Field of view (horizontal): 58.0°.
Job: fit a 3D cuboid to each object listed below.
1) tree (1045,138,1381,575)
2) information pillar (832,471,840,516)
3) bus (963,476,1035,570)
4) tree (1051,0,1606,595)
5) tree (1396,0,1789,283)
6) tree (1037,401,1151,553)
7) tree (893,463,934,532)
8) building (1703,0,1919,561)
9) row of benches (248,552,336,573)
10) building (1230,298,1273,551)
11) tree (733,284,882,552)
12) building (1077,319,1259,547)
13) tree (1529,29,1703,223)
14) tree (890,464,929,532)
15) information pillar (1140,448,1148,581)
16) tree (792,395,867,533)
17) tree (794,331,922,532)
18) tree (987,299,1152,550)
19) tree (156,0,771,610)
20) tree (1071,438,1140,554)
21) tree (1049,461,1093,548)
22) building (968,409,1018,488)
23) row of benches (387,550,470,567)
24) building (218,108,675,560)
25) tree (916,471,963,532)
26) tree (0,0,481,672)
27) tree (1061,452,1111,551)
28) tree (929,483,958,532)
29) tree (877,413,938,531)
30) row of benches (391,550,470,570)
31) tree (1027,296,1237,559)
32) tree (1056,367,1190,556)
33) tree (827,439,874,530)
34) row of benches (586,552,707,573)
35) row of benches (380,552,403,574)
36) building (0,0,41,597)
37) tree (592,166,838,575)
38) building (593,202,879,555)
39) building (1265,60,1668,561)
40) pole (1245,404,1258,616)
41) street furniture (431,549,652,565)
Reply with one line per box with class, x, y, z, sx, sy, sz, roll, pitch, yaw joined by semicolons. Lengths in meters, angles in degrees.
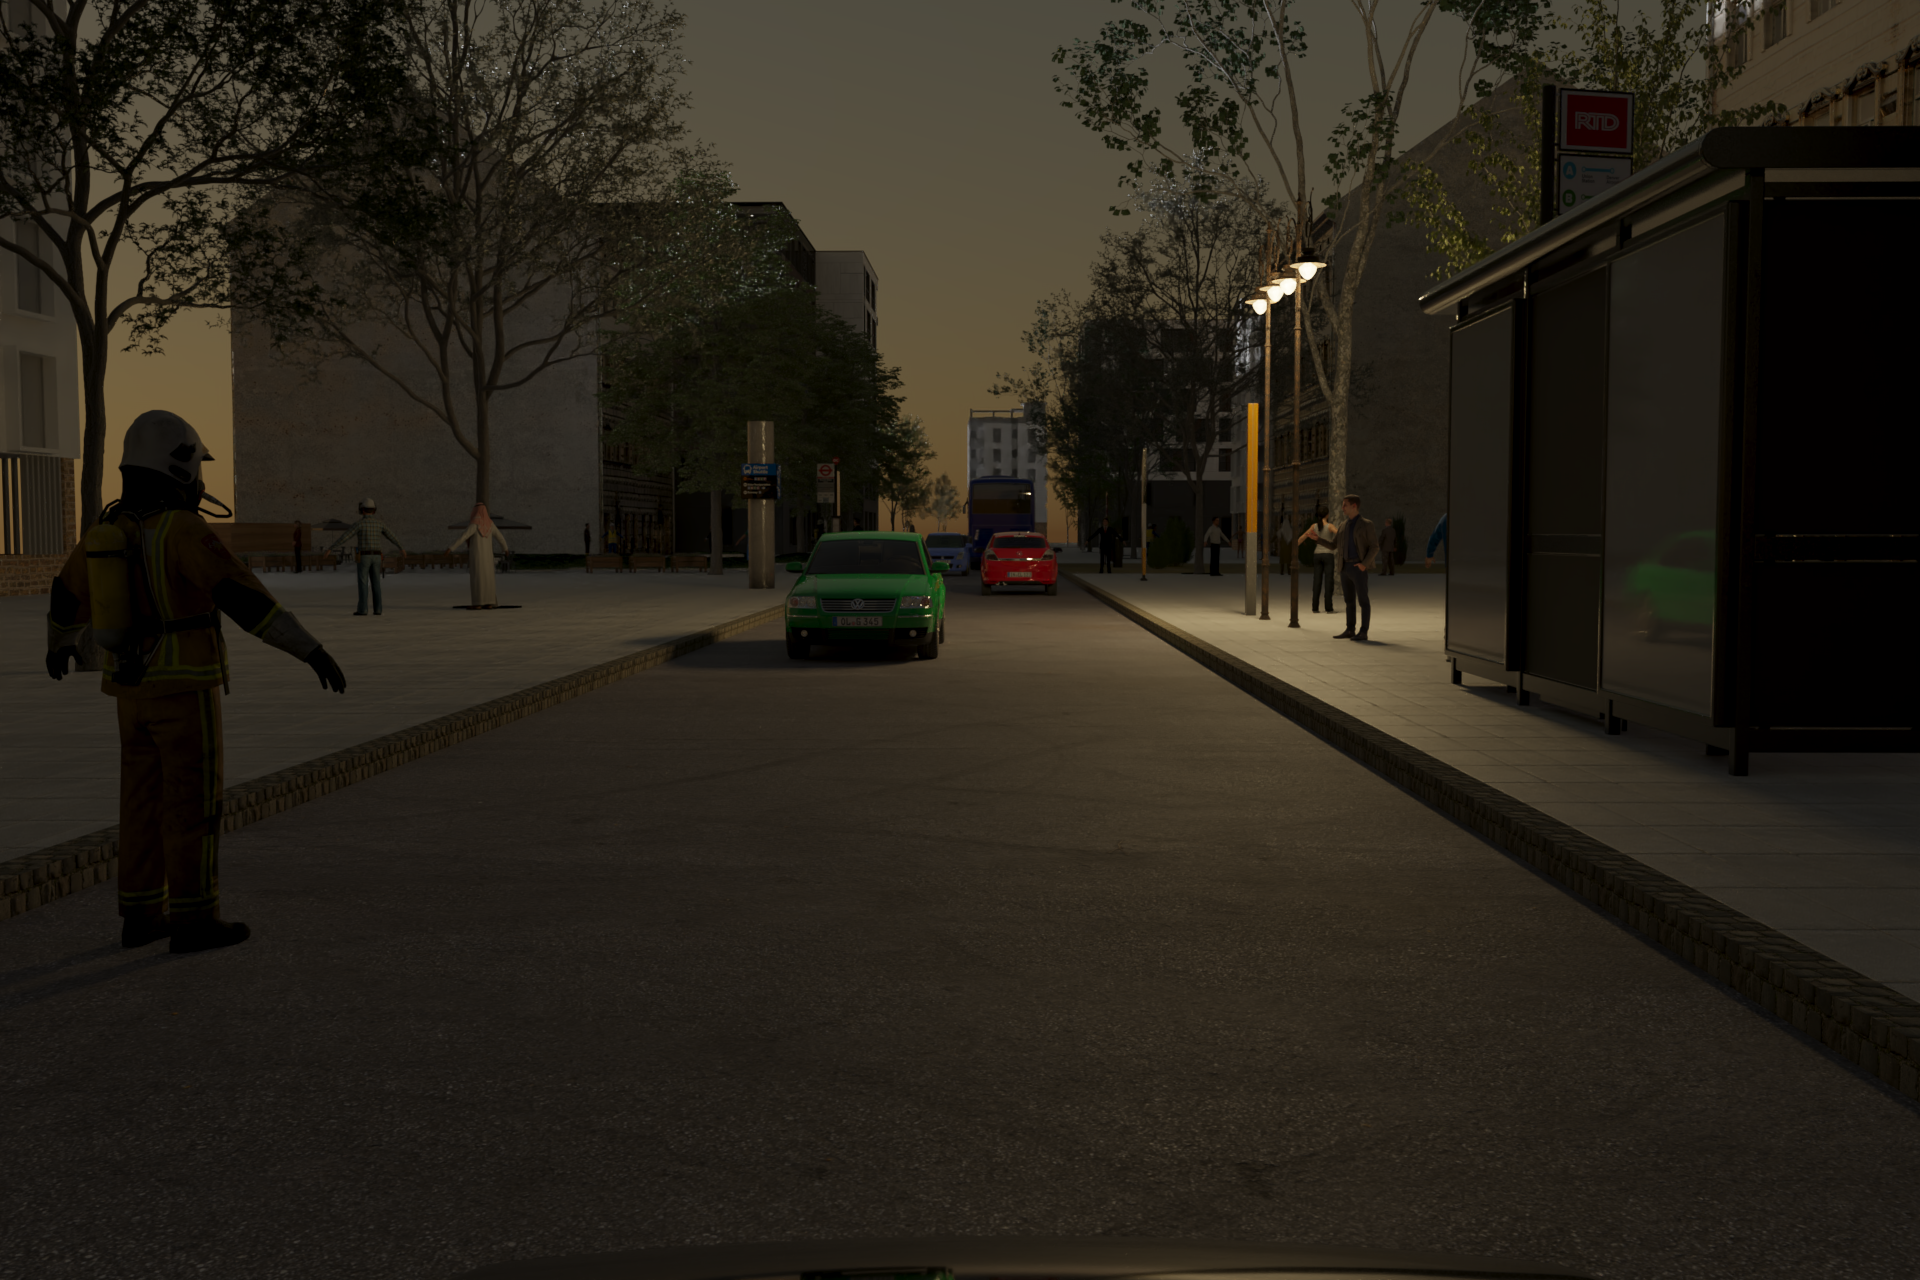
tree;7.545;-8.831;54.760;12.009;13.543;11.850;0;3;0
information pillar;-4.631;-4.485;64.640;0.184;3.620;1.656;0;4;1
bus;1.576;-4.917;71.934;2.896;3.916;12.251;0;3;0
tree;7.989;-11.092;37.239;12.611;20.169;13.585;0;3;0
tree;7.761;-4.320;20.992;4.737;8.622;4.395;0;3;0
tree;9.244;-11.932;120.837;9.928;11.665;9.643;0;3;0
tree;-5.061;-12.712;158.200;4.360;8.622;3.978;0;3;0
building;27.566;-12.414;33.906;19.493;23.208;18.063;0;4;1
row of benches;-22.854;-2.697;59.555;1.422;0.672;4.104;1;4;15
building;27.122;-17.320;139.604;16.016;20.090;11.380;0;4;1
tree;-7.120;-9.862;79.377;7.486;12.596;7.792;0;3;0
building;26.139;-20.620;181.103;27.936;21.610;32.646;0;4;1
tree;26.804;-12.914;67.026;12.611;20.169;13.585;0;3;0
tree;-5.057;-12.993;162.804;4.737;8.622;4.395;0;3;0
information pillar;5.057;-3.441;47.610;0.183;3.616;0.504;0;4;1
tree;-7.208;-8.517;89.611;4.360;8.622;3.978;0;3;0
tree;-5.997;-10.911;96.526;7.486;12.596;7.792;0;3;0
tree;8.995;-17.396;140.308;12.611;20.169;13.585;0;3;0
tree;-8.286;-7.281;29.414;12.009;13.543;11.850;0;3;0
tree;9.364;-9.931;112.732;4.737;8.622;4.395;0;3;0
tree;10.296;-12.952;162.134;4.737;8.622;4.395;0;3;0
building;1.485;-24.044;251.994;11.380;20.090;16.016;0;4;-5
row of benches;-20.652;-3.207;67.899;4.104;0.672;1.422;0;4;7
building;-26.792;-16.149;94.971;19.493;23.208;18.063;0;4;2
tree;-2.936;-19.580;254.536;7.601;10.594;8.767;0;4;2
tree;-7.923;-5.002;16.192;8.767;10.594;7.601;3;5;40
tree;9.240;-10.934;129.136;4.737;8.622;4.395;0;3;0
tree;-1.874;-18.192;247.808;4.360;8.622;3.978;0;3;0
tree;-5.736;-13.651;148.944;9.928;11.665;9.643;0;3;0
row of benches;-19.204;-2.958;63.819;1.422;0.672;4.104;2;4;28
tree;8.911;-10.890;88.429;12.009;13.543;11.850;0;3;0
tree;9.584;-10.773;101.892;9.928;11.665;9.643;0;3;0
tree;-6.769;-9.384;103.796;4.737;8.622;4.395;0;3;0
row of benches;-10.314;-2.573;57.539;4.104;0.672;1.422;-2;4;-25
row of benches;-18.967;-2.580;57.642;1.422;0.672;4.104;-1;4;-15
building;-24.583;-10.301;24.842;16.016;20.090;11.380;0;4;0
tree;-7.750;-8.343;54.532;7.486;12.596;7.792;0;3;0
building;-20.956;-17.086;123.338;27.936;21.610;32.646;0;4;2
building;26.922;-15.838;89.877;19.493;23.208;18.063;0;4;1
pole;4.576;-2.039;27.184;0.158;3.312;0.155;0;3;0
street furniture;-17.817;-3.570;73.989;10.072;0.657;5.734;0;4;-6
